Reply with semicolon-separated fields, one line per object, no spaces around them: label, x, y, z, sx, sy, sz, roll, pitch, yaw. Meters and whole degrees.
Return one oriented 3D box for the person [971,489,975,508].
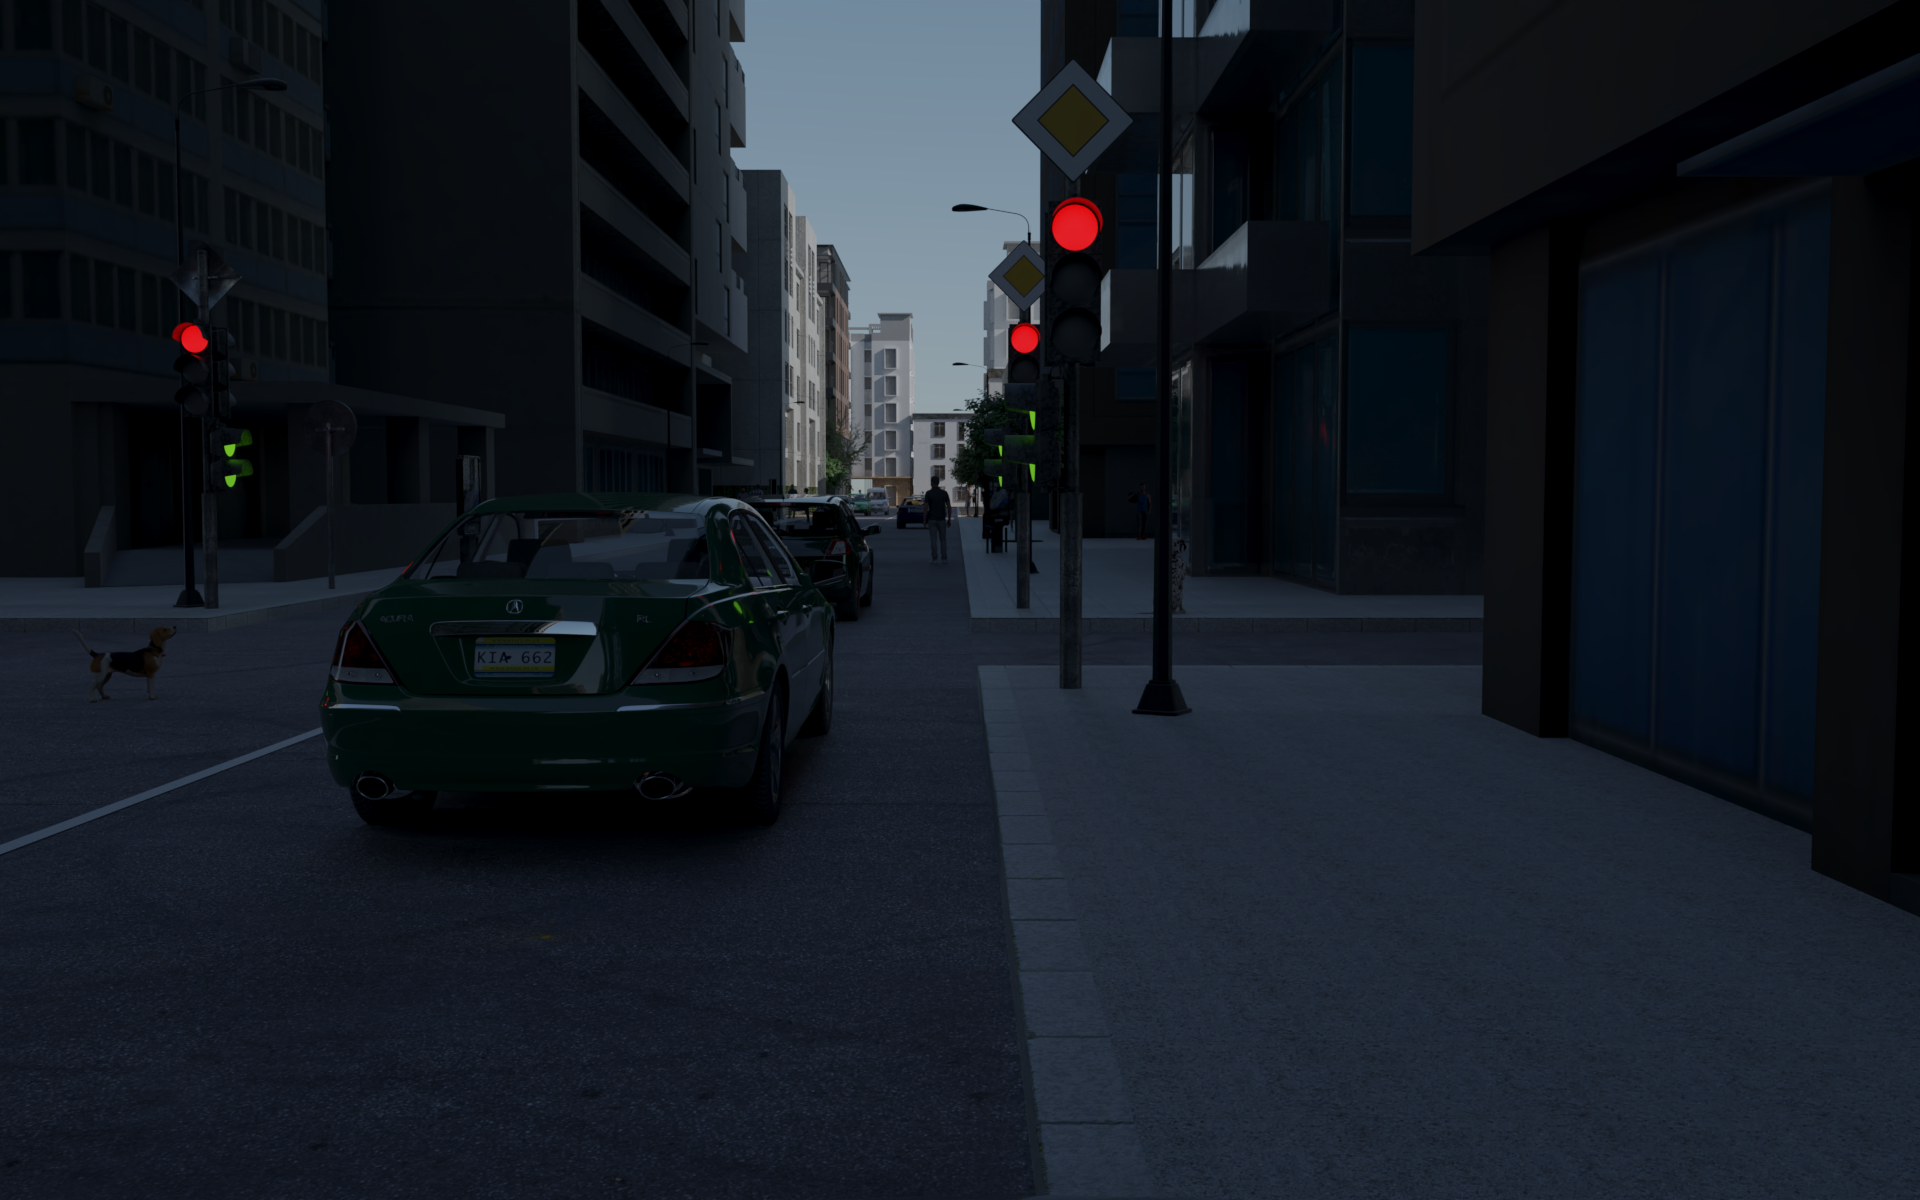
person;1.226;-9.201;157.269;1.217;1.735;0.721;3;5;43

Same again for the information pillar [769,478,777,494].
information pillar;-8.789;-4.708;81.460;0.304;2.012;0.304;-2;4;-24

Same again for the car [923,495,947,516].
car;-1.719;-6.237;111.766;2.009;1.686;4.222;0;4;1

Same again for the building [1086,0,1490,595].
building;17.504;-25.100;29.993;30.456;49.044;23.786;0;4;0

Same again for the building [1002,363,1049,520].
building;13.508;-46.762;77.229;22.319;86.520;31.000;0;4;0

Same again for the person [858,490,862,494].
person;-7.543;-7.318;128.680;0.750;1.759;0.617;-3;4;-36

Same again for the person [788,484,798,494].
person;-8.920;-5.240;91.852;0.598;1.807;0.434;2;4;24

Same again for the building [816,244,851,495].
building;-26.702;-19.073;155.811;32.646;21.610;27.936;0;4;0

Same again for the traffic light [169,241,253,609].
traffic light;-8.370;-1.858;19.292;0.839;4.253;0.868;0;4;0

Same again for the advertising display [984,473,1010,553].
advertising display;0.807;-1.990;37.749;0.123;1.923;0.974;2;4;30

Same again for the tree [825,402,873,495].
tree;-9.367;-11.462;137.774;4.737;8.622;4.395;0;3;0

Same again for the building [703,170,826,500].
building;-18.154;-14.919;110.388;16.747;18.905;31.486;0;4;0

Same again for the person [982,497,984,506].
person;1.230;-4.232;75.967;0.841;1.734;0.376;-2;4;-35

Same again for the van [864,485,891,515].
van;-5.703;-6.805;118.277;2.013;2.044;4.112;0;4;-1

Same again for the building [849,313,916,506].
building;-10.648;-20.233;187.235;11.380;20.091;16.016;0;4;0

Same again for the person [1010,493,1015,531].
person;1.879;-3.053;59.863;0.435;1.345;0.340;-2;4;-26

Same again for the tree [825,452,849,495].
tree;-10.183;-9.133;133.046;4.285;4.588;4.351;0;3;0

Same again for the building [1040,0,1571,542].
building;9.834;-24.790;55.423;14.600;45.320;14.200;0;4;0

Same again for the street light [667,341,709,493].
street light;-8.336;-4.910;52.813;1.470;5.913;1.316;0;4;0

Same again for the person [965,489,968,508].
person;0.620;-9.088;155.294;0.621;1.740;0.551;-2;4;-26

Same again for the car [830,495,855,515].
car;-6.240;-4.570;86.720;2.014;1.417;4.499;0;4;-1

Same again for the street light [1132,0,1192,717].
street light;0.645;-2.290;9.990;1.470;5.913;1.316;0;4;0

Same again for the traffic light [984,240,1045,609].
traffic light;0.691;-1.860;19.333;0.839;4.253;0.868;0;4;0

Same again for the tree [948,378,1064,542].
tree;1.597;-3.848;46.631;4.285;4.588;4.351;0;3;0

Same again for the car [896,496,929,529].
car;-1.738;-3.691;72.927;1.945;1.354;3.894;0;4;1

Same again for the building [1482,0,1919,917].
building;9.613;-21.526;2.056;14.600;45.320;14.200;0;4;0

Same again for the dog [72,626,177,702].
dog;-5.805;0.442;12.060;0.406;0.507;0.540;2;4;32

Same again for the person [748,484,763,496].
person;-8.931;-4.265;76.498;0.841;1.734;0.376;3;4;38

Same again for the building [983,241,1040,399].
building;9.876;-17.059;135.342;16.016;20.091;11.380;0;4;0

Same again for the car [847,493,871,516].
car;-6.784;-6.423;113.804;1.959;1.807;4.718;0;4;0

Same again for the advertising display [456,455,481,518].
advertising display;-8.302;-1.472;29.283;0.123;1.923;0.974;0;4;1

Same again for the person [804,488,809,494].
person;-7.489;-4.634;84.989;0.376;1.734;0.841;0;3;0

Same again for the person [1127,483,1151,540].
person;5.023;-2.476;48.399;0.647;1.594;0.662;-1;4;-10

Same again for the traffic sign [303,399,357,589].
traffic sign;-8.492;-1.421;23.334;0.768;2.556;0.104;0;4;7

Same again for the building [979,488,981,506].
building;6.490;-13.039;155.340;9.099;9.664;28.070;0;4;0

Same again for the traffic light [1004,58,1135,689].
traffic light;0.713;-1.372;11.348;0.839;4.253;0.868;0;4;0

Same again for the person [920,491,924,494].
person;-3.659;-9.829;170.004;0.445;1.727;0.742;1;4;12

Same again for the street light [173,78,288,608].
street light;-8.212;-2.873;19.515;1.470;5.913;1.316;0;4;0

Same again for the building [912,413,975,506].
building;9.086;-14.804;184.194;28.070;9.664;9.099;0;4;0

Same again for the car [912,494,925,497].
car;-2.770;-6.886;122.802;2.015;1.641;3.980;0;4;2

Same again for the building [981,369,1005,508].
building;6.380;-10.631;115.963;9.099;9.664;28.070;0;4;0

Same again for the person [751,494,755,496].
person;-5.304;-1.938;43.421;0.421;1.427;0.697;2;4;26

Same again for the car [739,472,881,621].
car;-1.984;-0.683;20.951;2.009;1.686;4.222;0;4;0

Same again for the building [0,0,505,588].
building;-25.919;-20.730;30.823;32.217;40.220;23.993;0;4;0

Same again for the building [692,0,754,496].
building;-24.499;-29.951;78.943;28.713;52.752;27.495;0;4;0

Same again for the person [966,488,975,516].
person;0.696;-5.766;100.841;0.750;1.759;0.617;0;4;4

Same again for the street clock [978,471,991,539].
street clock;0.761;-2.751;49.550;0.471;2.002;0.358;-3;5;-42

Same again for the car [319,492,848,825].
car;-1.685;0.175;8.932;2.131;1.459;4.920;0;4;0

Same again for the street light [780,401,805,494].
street light;-8.432;-6.975;86.583;1.470;5.913;1.316;0;4;0

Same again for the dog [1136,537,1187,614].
dog;2.160;-0.262;18.662;0.800;0.831;0.513;-2;4;-26

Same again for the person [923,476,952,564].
person;-0.472;-1.663;35.814;0.598;1.807;0.434;0;4;-6

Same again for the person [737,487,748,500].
person;-9.345;-4.078;74.680;0.963;1.587;0.435;-3;4;-39

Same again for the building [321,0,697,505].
building;-20.633;-26.318;53.997;21.300;48.544;21.600;0;4;0
